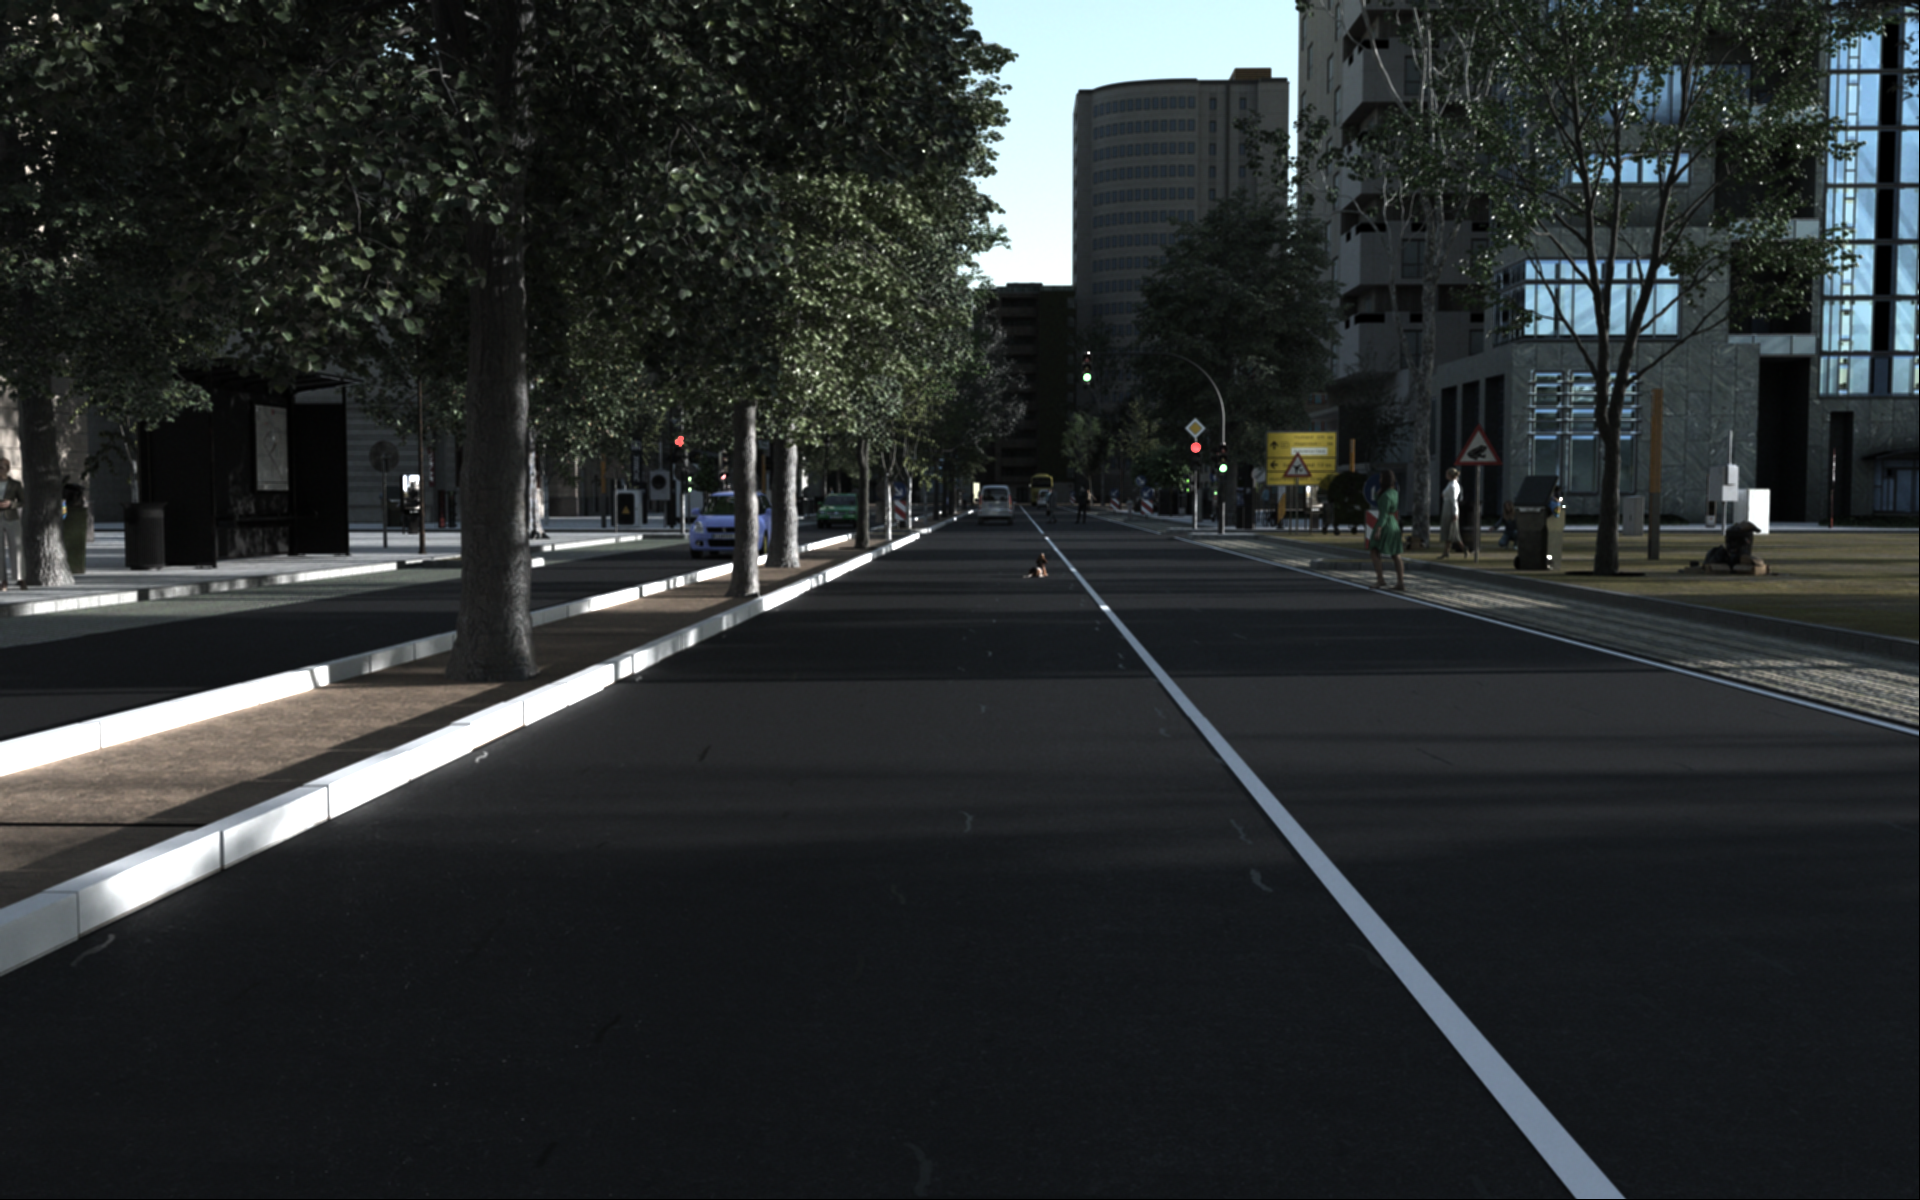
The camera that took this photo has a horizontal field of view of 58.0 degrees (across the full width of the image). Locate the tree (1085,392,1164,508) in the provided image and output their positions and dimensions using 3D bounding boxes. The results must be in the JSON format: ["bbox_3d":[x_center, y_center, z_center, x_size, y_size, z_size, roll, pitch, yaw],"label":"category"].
[{"bbox_3d":[14.685,-13.546,155.886,7.601,10.594,8.767,2,4,29],"label":"tree"}]

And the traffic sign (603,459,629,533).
[{"bbox_3d":[-11.362,-3.495,57.143,0.884,2.594,0.081,1,4,11],"label":"traffic sign"}]

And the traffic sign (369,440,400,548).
[{"bbox_3d":[-13.658,-2.507,41.089,0.768,2.556,0.104,1,4,10],"label":"traffic sign"}]

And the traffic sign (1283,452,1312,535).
[{"bbox_3d":[10.474,-3.290,53.796,0.884,2.594,0.081,0,4,5],"label":"traffic sign"}]

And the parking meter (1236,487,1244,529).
[{"bbox_3d":[10.405,-3.404,64.061,0.372,1.533,0.369,0,3,0],"label":"parking meter"}]

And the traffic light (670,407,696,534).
[{"bbox_3d":[-8.985,-4.108,56.090,0.839,4.253,0.868,0,4,2],"label":"traffic light"}]

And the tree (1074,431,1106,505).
[{"bbox_3d":[15.243,-15.220,199.202,4.360,8.622,3.978,0,3,0],"label":"tree"}]

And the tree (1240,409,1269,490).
[{"bbox_3d":[22.260,-11.147,132.610,4.737,8.622,4.395,0,3,0],"label":"tree"}]

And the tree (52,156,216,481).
[{"bbox_3d":[-16.293,-5.118,34.049,4.360,8.622,3.978,0,3,0],"label":"tree"}]

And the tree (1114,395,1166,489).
[{"bbox_3d":[13.662,-10.848,127.732,4.737,8.622,4.395,0,3,0],"label":"tree"}]

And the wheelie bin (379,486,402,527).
[{"bbox_3d":[-22.152,-3.640,67.417,0.693,1.594,0.980,3,5,45],"label":"wheelie bin"}]

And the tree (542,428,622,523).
[{"bbox_3d":[-18.114,-7.721,76.604,4.360,8.622,3.978,0,3,0],"label":"tree"}]

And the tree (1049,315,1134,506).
[{"bbox_3d":[15.663,-19.890,181.093,12.611,20.169,13.585,0,3,0],"label":"tree"}]

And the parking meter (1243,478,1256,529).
[{"bbox_3d":[10.517,-3.498,62.907,0.399,1.863,0.255,3,4,36],"label":"parking meter"}]

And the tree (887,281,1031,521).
[{"bbox_3d":[-1.262,-10.981,92.374,12.009,13.543,11.850,0,3,0],"label":"tree"}]

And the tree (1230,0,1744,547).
[{"bbox_3d":[12.382,-11.383,41.998,12.611,20.169,13.585,0,3,0],"label":"tree"}]

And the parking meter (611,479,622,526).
[{"bbox_3d":[-13.712,-3.879,69.129,0.399,1.863,0.255,-3,5,-40],"label":"parking meter"}]

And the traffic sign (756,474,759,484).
[{"bbox_3d":[-12.144,-6.196,101.412,0.768,2.556,0.104,0,4,6],"label":"traffic sign"}]

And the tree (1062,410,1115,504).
[{"bbox_3d":[16.089,-17.744,215.868,9.928,11.665,9.643,0,3,0],"label":"tree"}]

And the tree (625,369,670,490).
[{"bbox_3d":[-18.203,-8.855,95.149,4.737,8.622,4.395,0,3,0],"label":"tree"}]

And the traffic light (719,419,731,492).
[{"bbox_3d":[-6.659,-5.467,64.046,4.771,5.953,1.251,0,4,2],"label":"traffic light"}]

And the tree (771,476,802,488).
[{"bbox_3d":[-9.984,-6.436,99.823,1.663,3.219,1.824,0,3,0],"label":"tree"}]

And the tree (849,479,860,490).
[{"bbox_3d":[-9.183,-10.141,160.403,1.663,3.219,1.824,0,3,0],"label":"tree"}]

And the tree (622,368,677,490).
[{"bbox_3d":[-16.195,-8.110,82.955,4.360,8.622,3.978,0,3,0],"label":"tree"}]

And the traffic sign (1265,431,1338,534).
[{"bbox_3d":[10.989,-3.788,55.808,2.265,3.308,0.079,1,4,10],"label":"traffic sign"}]

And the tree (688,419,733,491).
[{"bbox_3d":[-17.070,-10.358,119.723,4.737,8.622,4.395,0,3,0],"label":"tree"}]

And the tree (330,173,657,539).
[{"bbox_3d":[-12.302,-8.080,49.123,9.611,12.733,9.660,0,3,0],"label":"tree"}]

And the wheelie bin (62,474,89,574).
[{"bbox_3d":[-14.417,-1.218,27.819,0.980,1.594,0.693,3,5,44],"label":"wheelie bin"}]

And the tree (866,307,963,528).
[{"bbox_3d":[-1.915,-6.838,64.625,4.360,8.622,3.978,0,3,0],"label":"tree"}]

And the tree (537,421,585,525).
[{"bbox_3d":[-16.902,-7.340,70.370,4.737,8.622,4.395,0,3,0],"label":"tree"}]

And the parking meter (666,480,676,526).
[{"bbox_3d":[-11.817,-3.976,70.722,0.399,1.863,0.255,-2,4,-35],"label":"parking meter"}]

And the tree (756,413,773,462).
[{"bbox_3d":[-16.787,-10.722,125.668,4.737,8.622,4.395,0,3,0],"label":"tree"}]

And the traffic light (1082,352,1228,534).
[{"bbox_3d":[6.276,-4.945,55.522,4.771,5.953,1.251,0,4,2],"label":"traffic light"}]

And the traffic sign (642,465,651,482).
[{"bbox_3d":[-13.871,-4.631,75.820,0.768,2.556,0.104,0,4,8],"label":"traffic sign"}]

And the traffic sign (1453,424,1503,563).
[{"bbox_3d":[9.594,-1.965,32.130,0.884,2.594,0.081,1,4,8],"label":"traffic sign"}]

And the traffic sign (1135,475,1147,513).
[{"bbox_3d":[12.061,-7.047,115.329,0.768,2.556,0.104,0,4,5],"label":"traffic sign"}]

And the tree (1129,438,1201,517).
[{"bbox_3d":[12.005,-6.973,97.714,4.285,4.588,4.351,0,3,0],"label":"tree"}]

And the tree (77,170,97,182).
[{"bbox_3d":[-18.900,-5.430,39.136,4.737,8.622,4.395,0,3,0],"label":"tree"}]

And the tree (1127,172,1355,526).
[{"bbox_3d":[10.974,-10.005,70.231,9.857,13.997,8.962,0,3,0],"label":"tree"}]

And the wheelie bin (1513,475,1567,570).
[{"bbox_3d":[9.832,-1.314,29.397,0.693,1.594,0.980,-3,4,-38],"label":"wheelie bin"}]

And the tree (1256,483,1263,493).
[{"bbox_3d":[23.307,-8.766,137.927,1.663,3.219,1.824,0,3,0],"label":"tree"}]

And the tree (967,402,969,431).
[{"bbox_3d":[-1.586,-7.842,81.042,4.737,8.622,4.395,0,3,0],"label":"tree"}]

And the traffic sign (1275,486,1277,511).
[{"bbox_3d":[14.790,-4.945,80.964,0.768,2.556,0.104,0,4,6],"label":"traffic sign"}]

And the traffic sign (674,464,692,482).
[{"bbox_3d":[-11.221,-4.286,70.190,0.768,2.556,0.104,0,4,3],"label":"traffic sign"}]

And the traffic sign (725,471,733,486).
[{"bbox_3d":[-12.803,-5.854,95.816,0.768,2.556,0.104,1,4,8],"label":"traffic sign"}]

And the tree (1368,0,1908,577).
[{"bbox_3d":[10.187,-6.183,26.853,9.928,11.665,9.643,0,3,0],"label":"tree"}]

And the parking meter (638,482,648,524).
[{"bbox_3d":[-13.617,-4.206,74.481,0.399,1.863,0.255,-1,4,-12],"label":"parking meter"}]

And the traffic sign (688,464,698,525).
[{"bbox_3d":[-11.290,-4.402,72.079,0.768,2.556,0.104,0,4,5],"label":"traffic sign"}]

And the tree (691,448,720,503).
[{"bbox_3d":[-10.697,-4.824,73.469,1.663,3.219,1.824,0,3,0],"label":"tree"}]

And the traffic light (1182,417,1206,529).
[{"bbox_3d":[8.602,-4.567,63.584,0.839,4.253,0.868,0,4,2],"label":"traffic light"}]

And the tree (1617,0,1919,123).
[{"bbox_3d":[9.857,-6.333,13.913,12.009,13.543,11.850,0,3,0],"label":"tree"}]

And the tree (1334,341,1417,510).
[{"bbox_3d":[20.279,-8.201,84.455,4.360,8.622,3.978,0,3,0],"label":"tree"}]
